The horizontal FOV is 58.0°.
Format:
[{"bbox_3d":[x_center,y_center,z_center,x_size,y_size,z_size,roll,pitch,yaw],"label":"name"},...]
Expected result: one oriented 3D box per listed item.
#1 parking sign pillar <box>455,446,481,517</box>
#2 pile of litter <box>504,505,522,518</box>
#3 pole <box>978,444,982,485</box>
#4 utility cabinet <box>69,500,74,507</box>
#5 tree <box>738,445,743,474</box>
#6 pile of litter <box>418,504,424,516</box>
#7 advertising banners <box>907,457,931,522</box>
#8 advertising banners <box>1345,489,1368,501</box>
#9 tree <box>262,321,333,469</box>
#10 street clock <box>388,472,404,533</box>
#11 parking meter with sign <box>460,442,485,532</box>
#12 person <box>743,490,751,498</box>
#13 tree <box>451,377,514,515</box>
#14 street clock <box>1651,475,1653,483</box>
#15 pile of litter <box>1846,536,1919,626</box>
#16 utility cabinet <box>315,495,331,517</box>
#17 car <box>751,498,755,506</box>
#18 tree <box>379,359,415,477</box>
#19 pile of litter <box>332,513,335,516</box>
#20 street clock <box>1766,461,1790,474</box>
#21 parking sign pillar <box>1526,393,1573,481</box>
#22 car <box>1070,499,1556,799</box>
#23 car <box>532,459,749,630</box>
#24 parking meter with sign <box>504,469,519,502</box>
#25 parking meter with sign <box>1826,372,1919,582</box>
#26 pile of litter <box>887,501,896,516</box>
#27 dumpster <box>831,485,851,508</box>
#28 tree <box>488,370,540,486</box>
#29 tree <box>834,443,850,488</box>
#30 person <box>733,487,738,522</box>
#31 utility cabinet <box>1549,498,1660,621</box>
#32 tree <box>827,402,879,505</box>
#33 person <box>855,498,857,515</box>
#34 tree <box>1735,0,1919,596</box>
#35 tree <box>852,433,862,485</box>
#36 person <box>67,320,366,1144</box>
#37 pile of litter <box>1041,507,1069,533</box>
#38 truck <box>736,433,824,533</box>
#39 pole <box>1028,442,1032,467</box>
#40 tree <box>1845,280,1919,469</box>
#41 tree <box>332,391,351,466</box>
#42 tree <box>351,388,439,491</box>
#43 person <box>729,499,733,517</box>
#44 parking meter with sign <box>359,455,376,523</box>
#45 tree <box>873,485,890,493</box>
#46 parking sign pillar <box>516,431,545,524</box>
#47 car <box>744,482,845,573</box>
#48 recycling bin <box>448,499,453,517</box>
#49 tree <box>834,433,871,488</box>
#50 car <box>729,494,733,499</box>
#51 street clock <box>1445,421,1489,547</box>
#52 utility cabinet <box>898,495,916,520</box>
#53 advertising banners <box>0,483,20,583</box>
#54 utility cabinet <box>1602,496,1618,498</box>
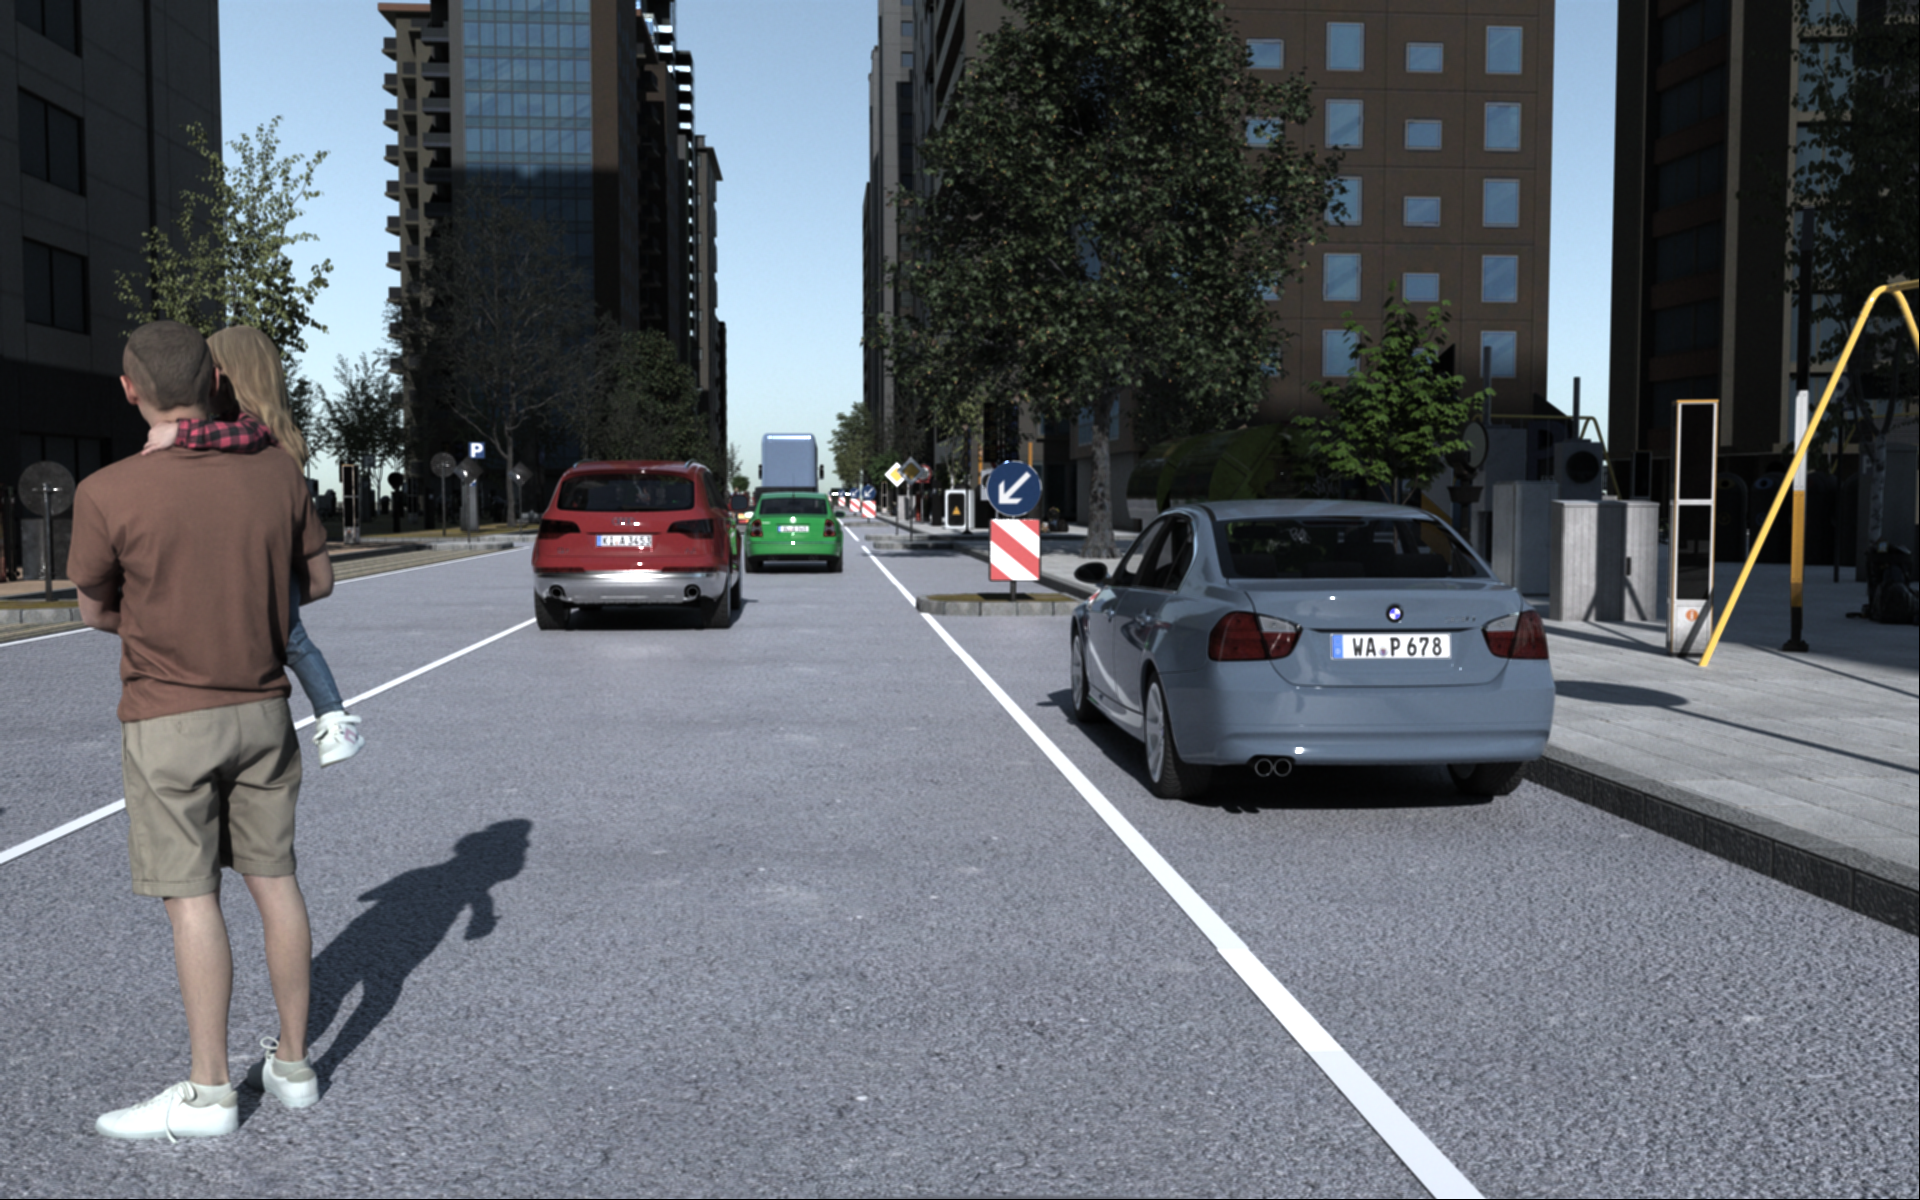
[{"bbox_3d":[-27.405,-6.605,96.459,1.447,3.967,1.447,0,4,-2],"label":"parking sign pillar"},{"bbox_3d":[-23.677,-4.784,92.183,1.719,0.858,1.176,-2,4,-29],"label":"pile of litter"},{"bbox_3d":[0.815,-4.660,70.039,0.158,3.312,0.155,0,3,0],"label":"pole"},{"bbox_3d":[-15.144,-1.171,30.308,1.020,1.237,0.306,-1,4,-18],"label":"utility cabinet"},{"bbox_3d":[-32.256,-17.800,241.388,4.360,8.622,3.978,0,3,0],"label":"tree"},{"bbox_3d":[-31.663,-5.364,101.668,1.176,0.858,1.719,-1,4,-11],"label":"pile of litter"},{"bbox_3d":[-1.924,-5.172,80.752,0.090,3.025,2.074,-2,4,-32],"label":"advertising banners"},{"bbox_3d":[8.658,-2.757,41.261,2.074,3.025,0.090,1,4,12],"label":"advertising banners"},{"bbox_3d":[-30.312,-7.600,74.625,4.360,8.622,3.978,0,3,0],"label":"tree"},{"bbox_3d":[-18.761,-3.246,57.646,0.471,2.002,0.358,0,4,0],"label":"street clock"},{"bbox_3d":[-16.621,-3.826,58.816,0.543,3.016,1.738,-2,4,-30],"label":"parking meter with sign"},{"bbox_3d":[-22.322,-10.494,180.037,1.348,1.831,0.705,-2,4,-27],"label":"person"},{"bbox_3d":[-29.479,-9.569,106.813,4.737,8.622,4.395,0,3,0],"label":"tree"},{"bbox_3d":[22.825,-3.254,57.766,0.471,2.002,0.358,1,4,14],"label":"street clock"},{"bbox_3d":[9.634,-0.216,17.502,1.176,0.858,1.719,2,4,24],"label":"pile of litter"},{"bbox_3d":[-35.475,-5.219,96.486,0.306,1.237,1.020,1,4,19],"label":"utility cabinet"},{"bbox_3d":[-17.237,-8.757,152.210,2.155,1.783,4.494,0,4,-6],"label":"car"},{"bbox_3d":[-30.882,-8.478,88.984,4.737,8.622,4.395,0,3,0],"label":"tree"},{"bbox_3d":[-37.705,-5.397,102.199,1.719,0.858,1.176,0,4,8],"label":"pile of litter"},{"bbox_3d":[17.903,-2.040,37.928,0.358,2.002,0.471,-2,4,-34],"label":"street clock"},{"bbox_3d":[15.610,-3.499,45.684,1.447,3.967,1.447,-3,4,-38],"label":"parking sign pillar"},{"bbox_3d":[1.690,0.155,9.474,2.014,1.417,4.499,0,4,-4],"label":"car"},{"bbox_3d":[-3.588,-0.685,19.873,2.281,1.827,5.304,0,4,-5],"label":"car"},{"bbox_3d":[-30.097,-7.435,117.829,1.738,3.016,0.543,2,4,24],"label":"parking meter with sign"},{"bbox_3d":[13.529,-1.770,25.205,1.738,3.016,0.543,-1,4,-11],"label":"parking meter with sign"},{"bbox_3d":[-3.632,-5.308,100.750,1.176,0.858,1.719,-2,4,-29],"label":"pile of litter"},{"bbox_3d":[-11.403,-9.844,165.904,1.985,2.255,1.502,0,4,-4],"label":"dumpster"},{"bbox_3d":[-23.237,-8.911,96.054,4.360,8.622,3.978,0,3,0],"label":"tree"},{"bbox_3d":[-14.571,-17.116,230.206,4.360,8.622,3.978,0,3,0],"label":"tree"},{"bbox_3d":[-11.808,-4.924,89.218,0.699,1.804,1.509,3,4,36],"label":"person"},{"bbox_3d":[6.546,-0.394,17.596,1.020,1.237,0.306,0,4,-6],"label":"utility cabinet"},{"bbox_3d":[-12.413,-17.986,212.194,7.486,12.596,7.792,0,3,0],"label":"tree"},{"bbox_3d":[-7.012,-6.307,115.895,0.425,1.301,0.394,1,4,13],"label":"person"},{"bbox_3d":[11.744,-4.367,21.760,4.737,8.622,4.395,0,3,0],"label":"tree"},{"bbox_3d":[-5.987,-11.432,137.278,4.360,8.622,3.978,0,3,0],"label":"tree"},{"bbox_3d":[-1.701,0.272,4.021,0.573,1.828,0.580,0,4,-6],"label":"person"},{"bbox_3d":[2.928,-2.696,58.037,1.719,0.858,1.176,-2,4,-26],"label":"pile of litter"},{"bbox_3d":[-7.280,-4.969,70.995,2.967,4.110,18.799,0,4,-3],"label":"truck"},{"bbox_3d":[2.751,-4.549,68.211,0.158,3.312,0.155,0,3,0],"label":"pole"},{"bbox_3d":[25.015,-5.711,43.743,4.360,8.622,3.978,0,3,0],"label":"tree"},{"bbox_3d":[-41.091,-9.633,107.860,4.360,8.622,3.978,0,3,0],"label":"tree"},{"bbox_3d":[-36.754,-10.000,113.858,4.360,8.622,3.978,0,3,0],"label":"tree"},{"bbox_3d":[-8.699,-3.190,65.340,0.352,1.250,0.332,-3,4,-36],"label":"person"},{"bbox_3d":[-26.974,-5.031,78.511,0.543,3.016,1.738,-2,4,-33],"label":"parking meter with sign"},{"bbox_3d":[-6.513,-9.166,144.468,1.663,3.219,1.824,0,3,0],"label":"tree"},{"bbox_3d":[-18.472,-5.287,74.908,1.447,3.967,1.447,-3,5,-44],"label":"parking sign pillar"},{"bbox_3d":[-3.144,-1.472,32.862,1.959,1.807,4.718,0,4,-5],"label":"car"},{"bbox_3d":[-29.122,-5.229,98.042,0.722,1.027,0.722,-2,4,-26],"label":"recycling bin"},{"bbox_3d":[-12.255,-15.289,200.338,4.737,8.622,4.395,0,3,0],"label":"tree"},{"bbox_3d":[-24.926,-11.138,191.699,1.945,1.707,3.694,0,4,-6],"label":"car"},{"bbox_3d":[5.011,-0.773,17.201,0.471,2.002,0.358,-3,5,-40],"label":"street clock"},{"bbox_3d":[-2.602,-4.528,85.200,1.020,1.237,0.306,1,4,12],"label":"utility cabinet"},{"bbox_3d":[-13.896,-1.765,25.046,0.090,3.025,2.074,-1,4,-18],"label":"advertising banners"},{"bbox_3d":[25.796,-3.564,69.431,0.306,1.237,1.020,-3,5,-42],"label":"utility cabinet"}]
